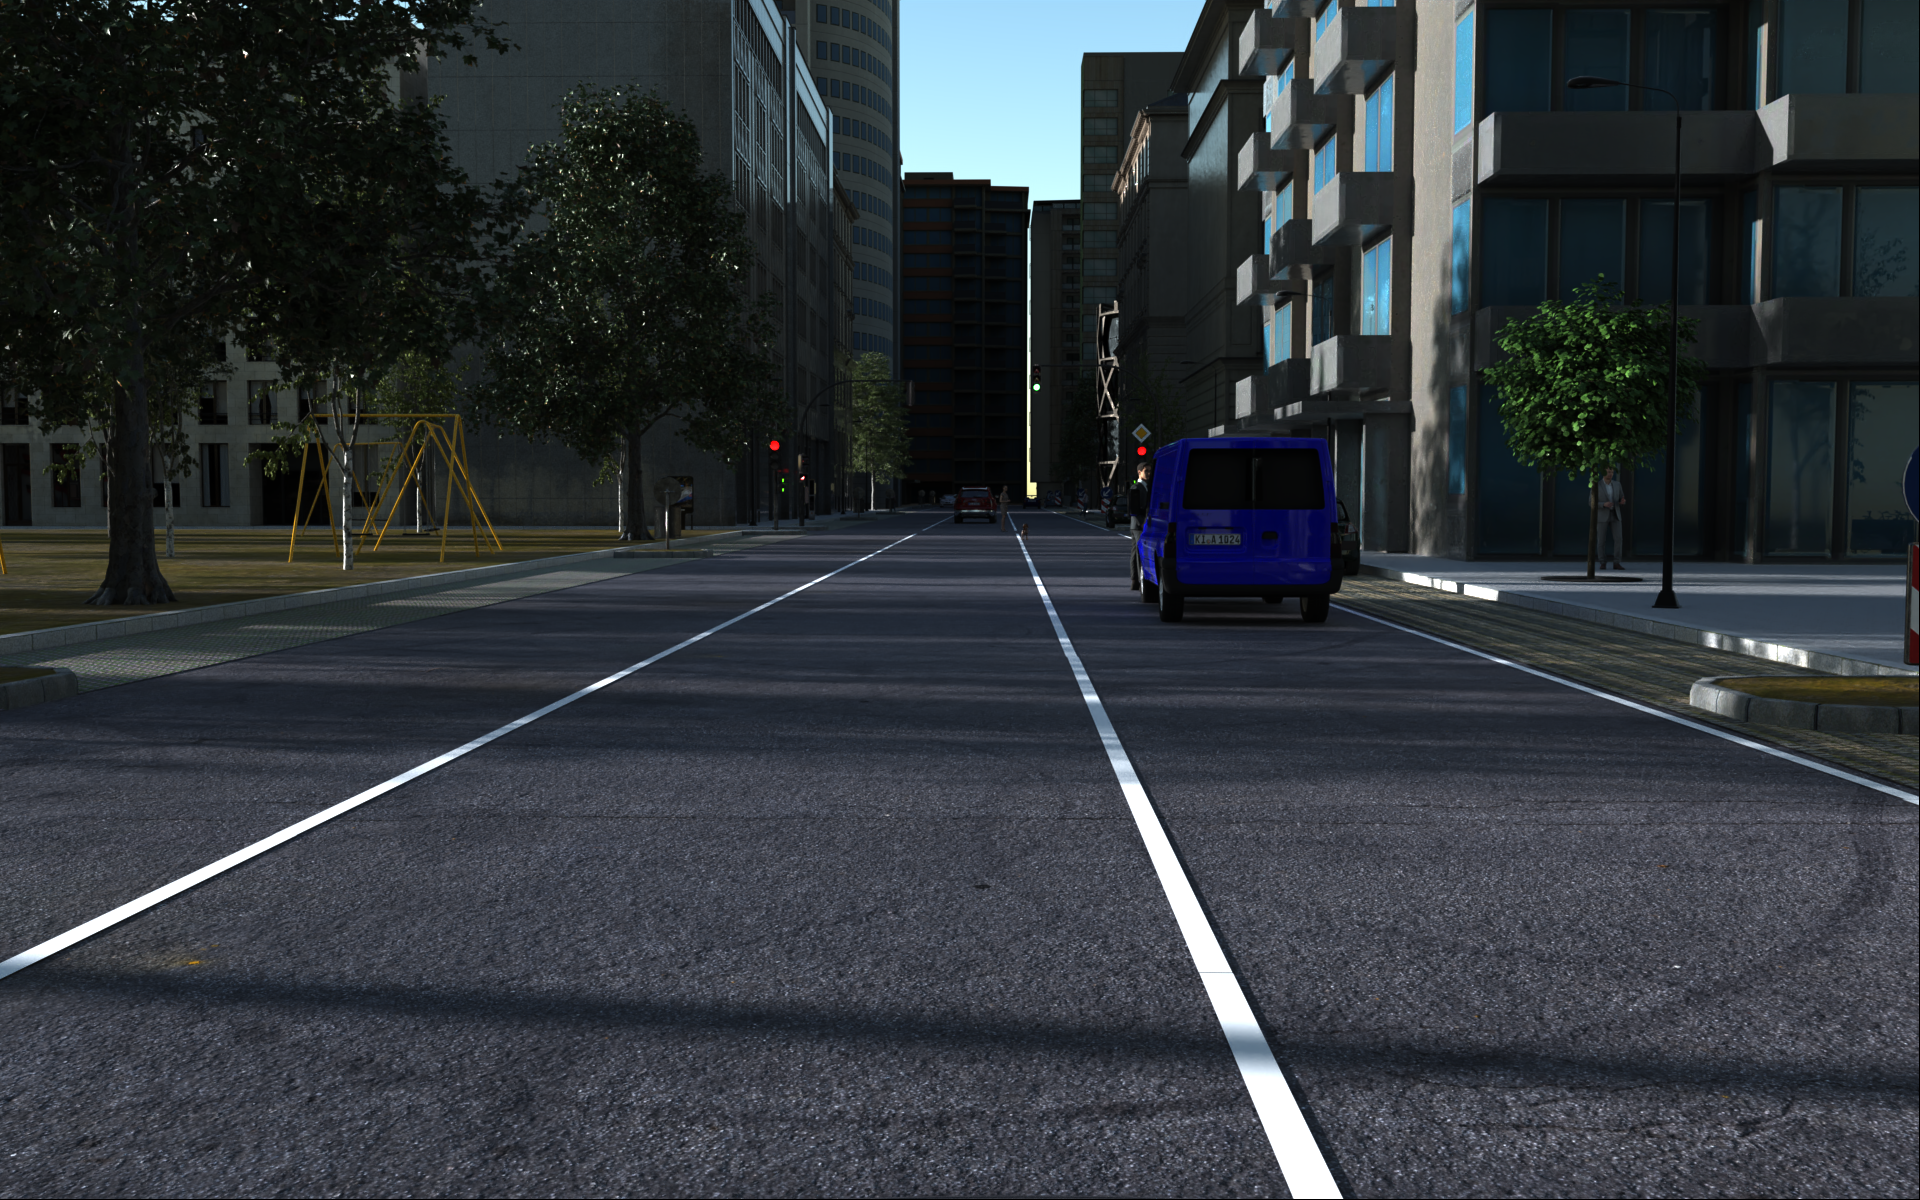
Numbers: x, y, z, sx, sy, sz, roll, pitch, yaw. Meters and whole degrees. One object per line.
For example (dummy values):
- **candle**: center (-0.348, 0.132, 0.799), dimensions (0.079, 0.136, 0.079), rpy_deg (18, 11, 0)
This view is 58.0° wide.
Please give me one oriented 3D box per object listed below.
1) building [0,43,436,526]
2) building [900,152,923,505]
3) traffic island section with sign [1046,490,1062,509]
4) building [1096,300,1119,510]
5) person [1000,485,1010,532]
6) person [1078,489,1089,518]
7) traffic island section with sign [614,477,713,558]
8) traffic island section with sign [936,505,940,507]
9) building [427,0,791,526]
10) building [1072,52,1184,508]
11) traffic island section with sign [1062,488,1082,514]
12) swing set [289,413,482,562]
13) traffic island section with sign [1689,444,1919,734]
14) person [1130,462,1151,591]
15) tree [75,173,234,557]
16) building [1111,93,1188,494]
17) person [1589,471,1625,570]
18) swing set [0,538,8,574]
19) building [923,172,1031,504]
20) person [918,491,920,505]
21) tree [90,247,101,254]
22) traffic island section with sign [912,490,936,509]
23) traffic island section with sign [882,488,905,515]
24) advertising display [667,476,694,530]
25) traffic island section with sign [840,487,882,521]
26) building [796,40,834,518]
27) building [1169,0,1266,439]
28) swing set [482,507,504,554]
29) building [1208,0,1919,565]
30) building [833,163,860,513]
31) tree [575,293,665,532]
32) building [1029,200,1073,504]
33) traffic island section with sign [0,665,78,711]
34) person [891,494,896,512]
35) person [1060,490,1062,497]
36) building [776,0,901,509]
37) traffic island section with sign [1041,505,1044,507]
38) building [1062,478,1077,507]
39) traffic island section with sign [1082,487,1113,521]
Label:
- **building**: center (-30.538, -13.385, 73.602), dimensions (16.860, 20.320, 10.420), rpy_deg (0, 4, 1)
- **building**: center (-19.744, -33.923, 209.261), dimensions (28.867, 44.769, 22.147), rpy_deg (0, 4, 1)
- **traffic island section with sign**: center (9.512, -9.905, 170.573), dimensions (1.989, 1.847, 2.006), rpy_deg (0, 4, 1)
- **building**: center (19.042, -16.394, 135.489), dimensions (16.820, 18.784, 16.811), rpy_deg (0, 4, 1)
- **person**: center (1.712, -3.490, 65.910), dimensions (0.374, 1.781, 0.599), rpy_deg (2, 4, 27)
- **person**: center (7.213, -5.635, 101.301), dimensions (0.598, 1.740, 0.731), rpy_deg (0, 4, 5)
- **traffic island section with sign**: center (-6.676, -1.877, 39.324), dimensions (1.989, 1.847, 2.006), rpy_deg (0, 4, 1)
- **traffic island section with sign**: center (-3.081, -11.605, 198.376), dimensions (1.989, 1.847, 2.006), rpy_deg (0, 4, 1)
- **building**: center (-14.716, -15.915, 78.231), dimensions (12.078, 24.808, 19.932), rpy_deg (0, 4, 1)
- **building**: center (18.327, -29.391, 164.137), dimensions (14.154, 41.232, 14.086), rpy_deg (0, 4, 1)
- **traffic island section with sign**: center (8.423, -6.924, 121.840), dimensions (1.989, 1.847, 2.006), rpy_deg (0, 4, 1)
- **swing set**: center (-11.342, -2.218, 33.889), dimensions (3.119, 2.851, 2.862), rpy_deg (0, 4, -2)
- **traffic island section with sign**: center (5.913, -0.157, 11.202), dimensions (1.989, 1.847, 2.006), rpy_deg (0, 4, 1)
- **person**: center (2.751, -1.090, 25.678), dimensions (0.474, 1.900, 0.648), rpy_deg (1, 4, 10)
- **tree**: center (-16.260, -5.173, 34.940), dimensions (4.360, 8.622, 3.978), rpy_deg (0, 3, 0)
- **building**: center (16.384, -19.010, 108.079), dimensions (12.463, 27.353, 25.104), rpy_deg (0, 4, 1)
- **person**: center (11.024, -1.416, 29.388), dimensions (0.606, 1.804, 0.583), rpy_deg (0, 4, -6)
- **swing set**: center (-16.568, -1.740, 26.072), dimensions (3.119, 2.851, 2.862), rpy_deg (-1, 4, -11)
- **building**: center (-4.870, -35.705, 238.399), dimensions (28.867, 44.769, 22.147), rpy_deg (0, 4, 1)
- **person**: center (-4.970, -12.352, 208.795), dimensions (0.445, 1.727, 0.742), rpy_deg (-1, 4, -17)
- **tree**: center (-20.869, -5.644, 42.649), dimensions (4.737, 8.622, 4.395), rpy_deg (0, 3, 0)
- **traffic island section with sign**: center (-3.693, -9.924, 170.881), dimensions (1.989, 1.847, 2.006), rpy_deg (0, 4, 1)
- **traffic island section with sign**: center (-4.832, -6.869, 120.931), dimensions (1.989, 1.847, 2.006), rpy_deg (0, 4, 1)
- **advertising display**: center (-10.064, -3.488, 62.240), dimensions (0.974, 1.923, 0.123), rpy_deg (0, 4, -2)
- **traffic island section with sign**: center (-5.446, -5.221, 93.983), dimensions (1.989, 1.847, 2.006), rpy_deg (0, 4, 1)
- **building**: center (-14.110, -17.131, 98.118), dimensions (12.078, 24.808, 19.932), rpy_deg (0, 4, 1)
- **building**: center (24.880, -14.794, 75.167), dimensions (30.059, 22.955, 16.112), rpy_deg (0, 4, 1)
- **swing set**: center (-11.597, -2.467, 37.955), dimensions (2.862, 2.851, 3.119), rpy_deg (-1, 4, -11)
- **building**: center (19.420, -25.956, 43.987), dimensions (23.786, 49.044, 30.456), rpy_deg (0, 4, 1)
- **building**: center (-14.101, -19.771, 120.522), dimensions (12.463, 27.353, 25.104), rpy_deg (0, 4, 1)
- **tree**: center (-11.709, -6.608, 58.407), dimensions (4.737, 8.622, 4.395), rpy_deg (0, 3, 0)
- **building**: center (16.499, -33.635, 233.529), dimensions (14.086, 41.232, 14.154), rpy_deg (0, 4, 1)
- **traffic island section with sign**: center (-7.299, -0.199, 11.880), dimensions (1.989, 1.847, 2.006), rpy_deg (0, 4, 1)
- **person**: center (-4.980, -7.284, 128.190), dimensions (0.593, 1.750, 0.643), rpy_deg (-1, 4, -11)
- **person**: center (12.194, -12.577, 212.196), dimensions (0.721, 1.766, 1.217), rpy_deg (0, 4, 4)
- **building**: center (-16.742, -37.649, 157.558), dimensions (21.231, 58.520, 28.212), rpy_deg (0, 4, 1)
- **traffic island section with sign**: center (10.134, -11.564, 197.705), dimensions (1.989, 1.847, 2.006), rpy_deg (0, 4, 1)
- **building**: center (28.699, -31.519, 207.209), dimensions (32.217, 40.220, 23.993), rpy_deg (0, 4, 1)
- **traffic island section with sign**: center (7.762, -5.187, 93.437), dimensions (1.989, 1.847, 2.006), rpy_deg (0, 4, 1)
